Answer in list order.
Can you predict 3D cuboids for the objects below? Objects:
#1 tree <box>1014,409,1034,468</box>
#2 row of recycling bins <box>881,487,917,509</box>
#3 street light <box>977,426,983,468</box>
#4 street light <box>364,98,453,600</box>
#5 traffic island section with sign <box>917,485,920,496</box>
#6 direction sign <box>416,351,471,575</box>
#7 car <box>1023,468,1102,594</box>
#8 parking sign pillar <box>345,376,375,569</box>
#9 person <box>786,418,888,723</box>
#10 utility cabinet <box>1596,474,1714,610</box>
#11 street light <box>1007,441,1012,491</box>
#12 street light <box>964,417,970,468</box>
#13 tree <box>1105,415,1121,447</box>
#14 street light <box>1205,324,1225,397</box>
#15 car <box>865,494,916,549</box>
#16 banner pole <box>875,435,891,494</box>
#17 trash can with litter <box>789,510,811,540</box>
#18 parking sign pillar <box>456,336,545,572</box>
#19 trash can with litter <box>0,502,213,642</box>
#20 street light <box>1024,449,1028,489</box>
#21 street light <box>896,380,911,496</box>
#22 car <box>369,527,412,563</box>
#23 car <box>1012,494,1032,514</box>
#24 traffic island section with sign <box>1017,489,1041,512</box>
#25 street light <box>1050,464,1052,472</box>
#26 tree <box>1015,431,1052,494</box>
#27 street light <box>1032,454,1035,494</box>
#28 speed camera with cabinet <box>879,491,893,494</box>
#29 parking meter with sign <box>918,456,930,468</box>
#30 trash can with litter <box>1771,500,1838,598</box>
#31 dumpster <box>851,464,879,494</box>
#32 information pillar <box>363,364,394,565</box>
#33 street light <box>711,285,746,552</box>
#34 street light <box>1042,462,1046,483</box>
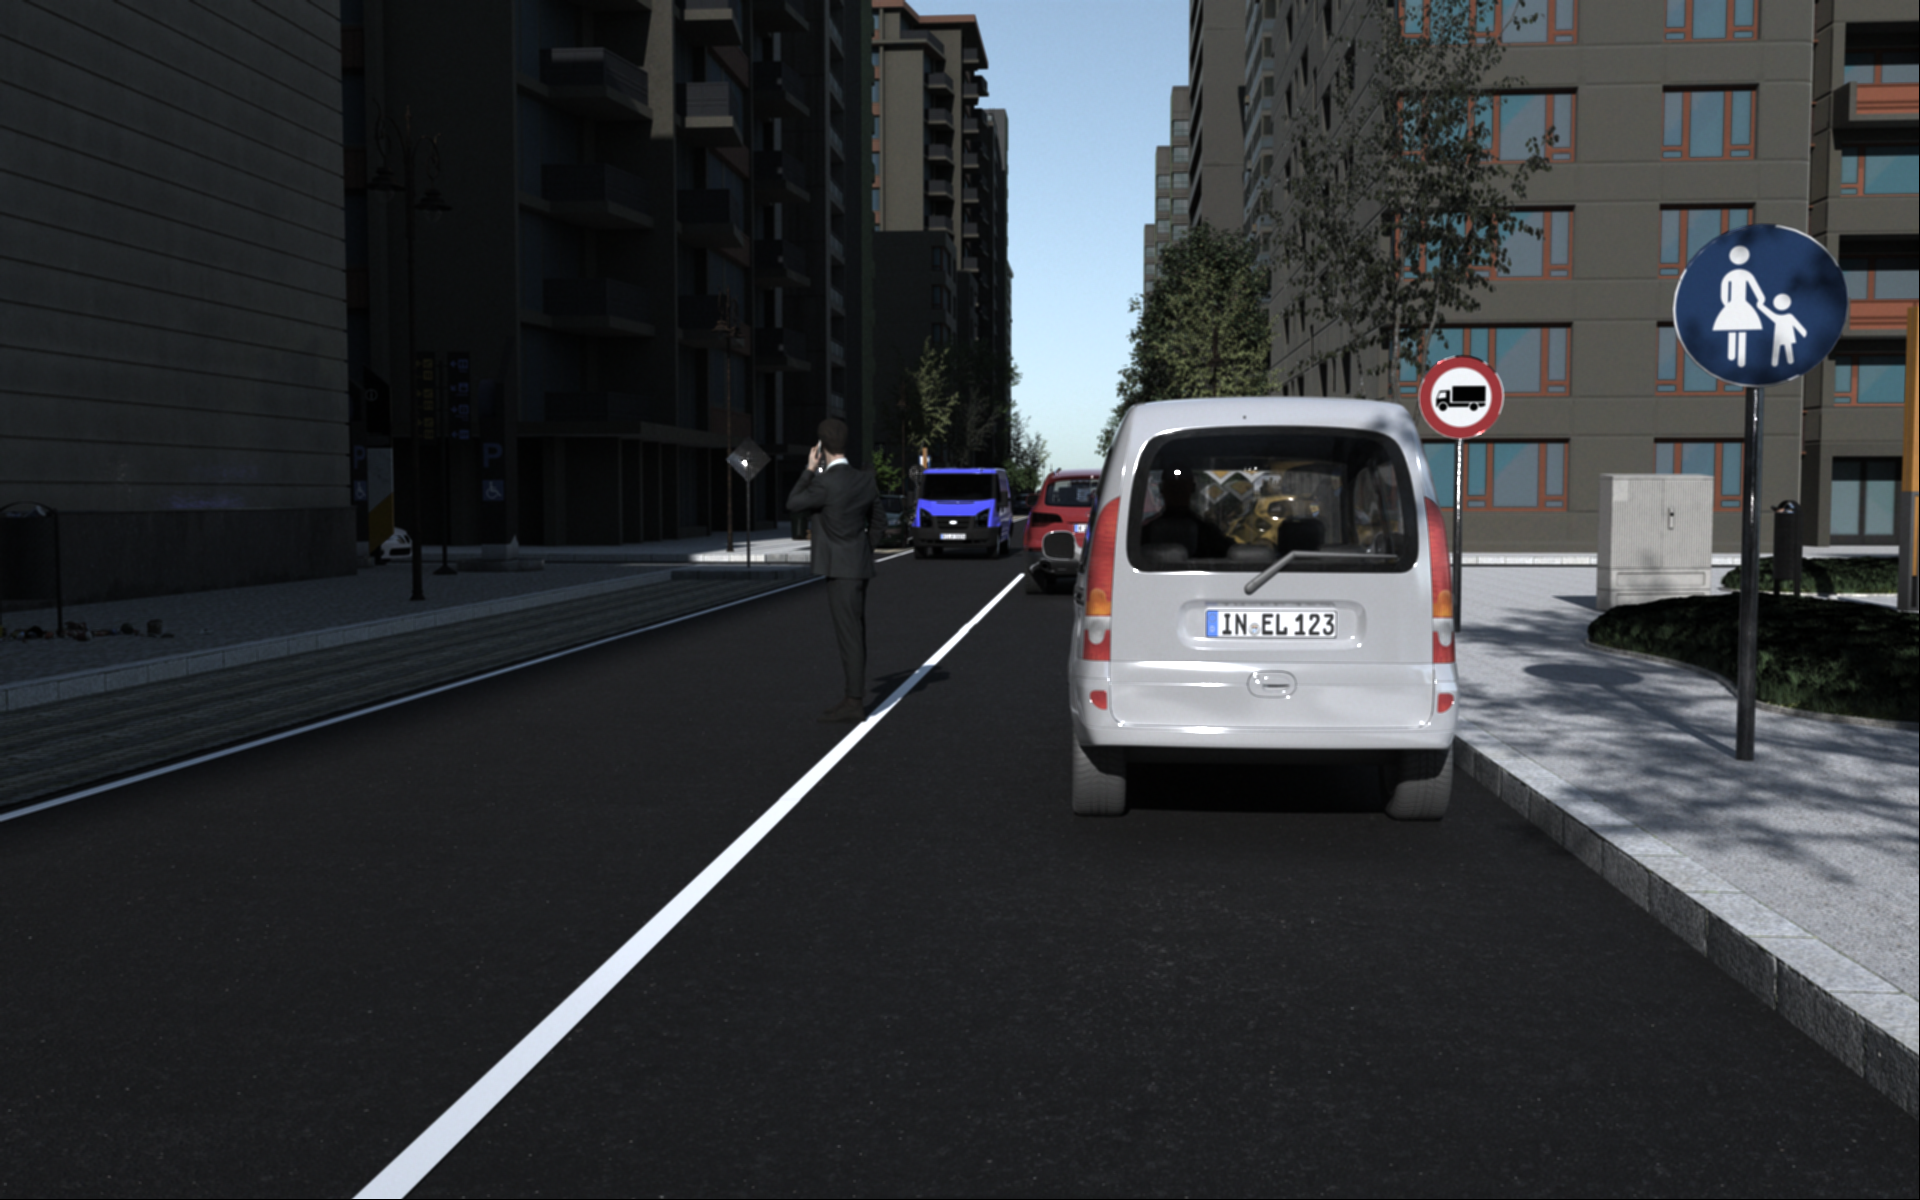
[{"bbox_3d":[4.472,-12.276,151.067,4.360,8.622,3.978,0,3,0],"label":"tree"},{"bbox_3d":[-4.210,-6.120,107.167,3.534,1.692,1.069,1,4,15],"label":"row of recycling bins"},{"bbox_3d":[1.358,-8.717,115.302,0.468,5.910,1.993,0,4,5],"label":"street light"},{"bbox_3d":[-6.563,-2.935,20.779,0.468,5.910,1.993,0,4,5],"label":"street light"},{"bbox_3d":[-1.161,-3.157,60.248,1.989,1.847,2.006,0,4,5],"label":"traffic island section with sign"},{"bbox_3d":[-8.236,-2.177,27.597,0.876,3.537,0.379,-1,4,-11],"label":"direction sign"},{"bbox_3d":[2.091,-1.069,26.157,2.281,1.827,5.304,0,4,6],"label":"car"},{"bbox_3d":[-10.973,-2.546,30.107,1.447,3.967,1.447,1,4,19],"label":"parking sign pillar"},{"bbox_3d":[-0.784,-0.187,10.922,0.474,1.900,0.648,2,4,24],"label":"person"},{"bbox_3d":[7.568,-0.622,18.850,1.173,1.500,0.318,-1,4,-8],"label":"utility cabinet"},{"bbox_3d":[4.169,-10.667,147.199,0.468,5.910,1.993,0,4,5],"label":"street light"},{"bbox_3d":[0.385,-7.915,102.196,0.468,5.910,1.993,0,4,5],"label":"street light"},{"bbox_3d":[20.058,-16.507,195.640,9.928,11.665,9.643,0,3,0],"label":"tree"},{"bbox_3d":[6.926,-4.550,47.172,0.468,5.910,1.993,0,4,5],"label":"street light"},{"bbox_3d":[-2.136,-2.237,46.361,2.009,1.686,4.222,0,4,6],"label":"car"},{"bbox_3d":[-3.219,-5.095,73.325,0.863,3.779,0.401,0,4,5],"label":"banner pole"},{"bbox_3d":[-4.244,-2.254,48.236,1.055,1.170,0.624,2,4,34],"label":"trash can with litter"},{"bbox_3d":[-7.737,-2.482,29.056,1.447,3.967,1.447,0,4,-6],"label":"parking sign pillar"},{"bbox_3d":[-7.914,-0.268,15.437,2.233,1.210,1.678,-1,4,-12],"label":"trash can with litter"},{"bbox_3d":[6.873,-12.619,179.104,0.468,5.910,1.993,0,4,5],"label":"street light"},{"bbox_3d":[-2.295,-5.963,70.289,0.468,5.910,1.993,0,4,5],"label":"street light"},{"bbox_3d":[-13.362,-1.355,34.513,4.827,1.381,2.083,0,4,5],"label":"car"},{"bbox_3d":[4.841,-7.132,128.612,2.014,1.417,4.499,0,4,3],"label":"car"},{"bbox_3d":[5.330,-7.861,137.156,1.989,1.847,2.006,0,4,5],"label":"traffic island section with sign"},{"bbox_3d":[13.799,-17.692,262.056,0.468,5.910,1.993,0,4,5],"label":"street light"},{"bbox_3d":[8.492,-15.367,201.615,4.737,8.622,4.395,0,3,0],"label":"tree"},{"bbox_3d":[8.392,-13.758,197.735,0.468,5.910,1.993,0,4,5],"label":"street light"},{"bbox_3d":[-4.685,-7.106,110.525,0.660,3.252,2.038,2,4,32],"label":"speed camera with cabinet"},{"bbox_3d":[-1.524,-4.974,77.592,0.543,3.016,1.738,0,4,-6],"label":"parking meter with sign"},{"bbox_3d":[9.263,-0.518,19.522,1.678,1.210,2.233,0,4,2],"label":"trash can with litter"},{"bbox_3d":[-3.524,-3.313,56.655,1.502,2.255,1.985,0,4,5],"label":"dumpster"},{"bbox_3d":[-10.481,-2.437,31.199,0.504,3.616,0.183,0,4,-3],"label":"information pillar"},{"bbox_3d":[-5.116,-4.013,38.393,0.468,5.910,1.993,0,4,5],"label":"street light"},{"bbox_3d":[11.119,-15.741,230.149,0.468,5.910,1.993,0,4,5],"label":"street light"}]
